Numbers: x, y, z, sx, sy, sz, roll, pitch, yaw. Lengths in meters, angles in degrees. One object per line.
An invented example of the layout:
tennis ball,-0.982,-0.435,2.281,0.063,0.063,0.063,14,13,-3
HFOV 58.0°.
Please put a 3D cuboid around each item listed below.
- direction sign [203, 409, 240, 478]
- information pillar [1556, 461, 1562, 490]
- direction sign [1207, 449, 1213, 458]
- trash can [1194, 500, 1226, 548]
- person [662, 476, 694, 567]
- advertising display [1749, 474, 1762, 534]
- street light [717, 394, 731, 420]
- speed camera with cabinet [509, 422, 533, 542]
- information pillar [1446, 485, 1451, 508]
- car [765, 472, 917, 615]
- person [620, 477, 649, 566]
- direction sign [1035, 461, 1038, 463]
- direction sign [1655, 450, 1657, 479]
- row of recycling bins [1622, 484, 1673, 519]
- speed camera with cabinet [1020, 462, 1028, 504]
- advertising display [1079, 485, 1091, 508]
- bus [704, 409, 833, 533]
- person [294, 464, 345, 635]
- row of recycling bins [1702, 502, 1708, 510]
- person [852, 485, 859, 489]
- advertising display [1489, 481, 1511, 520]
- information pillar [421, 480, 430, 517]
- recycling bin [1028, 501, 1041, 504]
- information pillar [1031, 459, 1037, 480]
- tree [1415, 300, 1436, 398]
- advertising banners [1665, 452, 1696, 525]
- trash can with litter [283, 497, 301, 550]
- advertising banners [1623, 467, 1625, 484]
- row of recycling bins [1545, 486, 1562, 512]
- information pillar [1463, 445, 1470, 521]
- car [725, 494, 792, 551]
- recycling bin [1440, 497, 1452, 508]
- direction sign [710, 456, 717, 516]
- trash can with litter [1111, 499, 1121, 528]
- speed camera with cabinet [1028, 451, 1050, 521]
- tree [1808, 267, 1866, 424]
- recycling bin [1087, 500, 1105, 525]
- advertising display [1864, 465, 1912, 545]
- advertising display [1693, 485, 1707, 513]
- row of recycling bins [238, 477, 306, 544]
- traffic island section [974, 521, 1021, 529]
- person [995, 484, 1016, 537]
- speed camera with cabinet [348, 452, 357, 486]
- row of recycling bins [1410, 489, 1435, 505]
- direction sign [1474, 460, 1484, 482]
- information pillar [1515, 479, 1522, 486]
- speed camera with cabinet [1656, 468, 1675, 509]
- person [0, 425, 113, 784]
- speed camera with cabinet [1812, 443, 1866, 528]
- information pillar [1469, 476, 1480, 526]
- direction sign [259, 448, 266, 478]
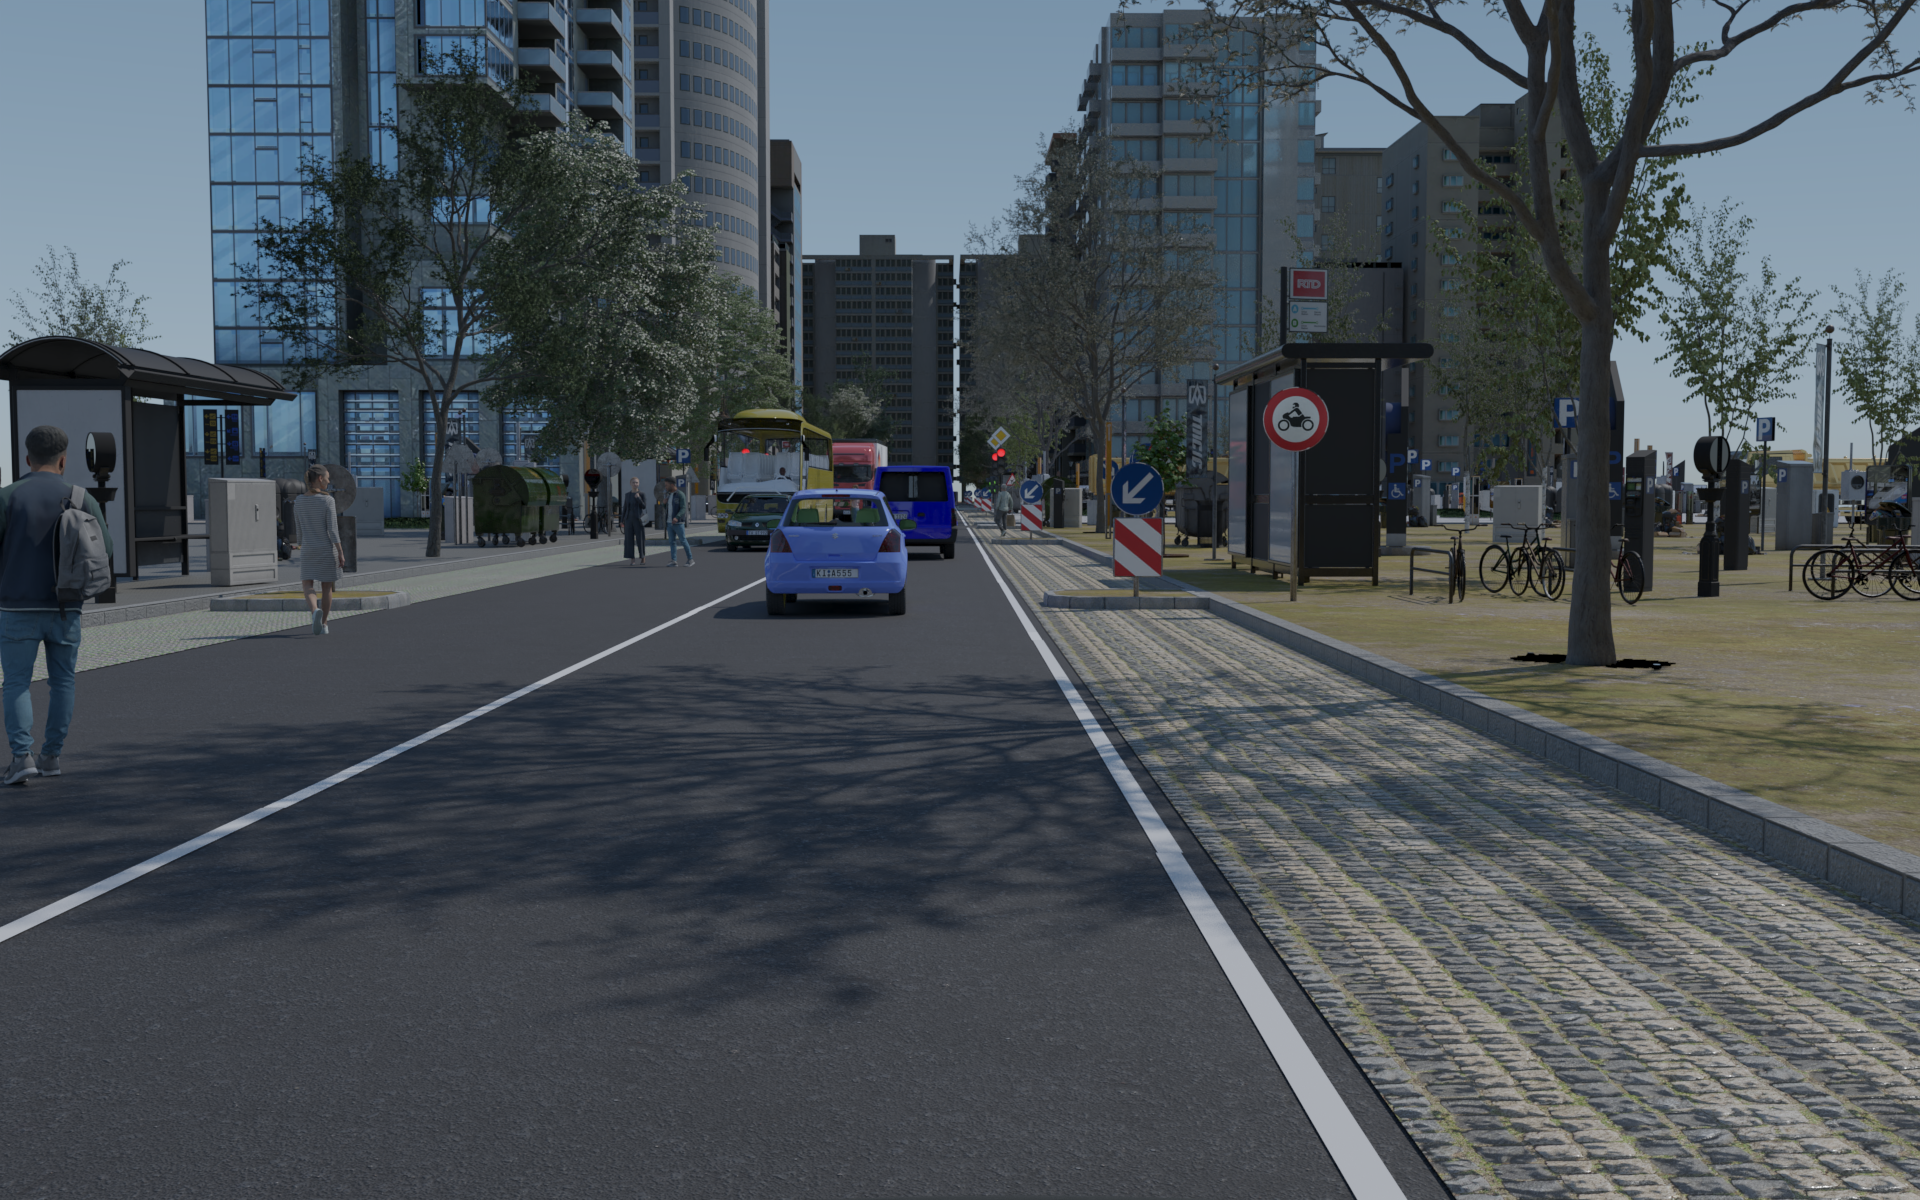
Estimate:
direction sign,-19.723,-3.322,46.316,0.876,3.537,0.379,-1,4,-22
information pillar,40.676,-7.709,117.388,0.504,3.616,0.183,2,4,34
direction sign,12.418,-5.787,86.620,0.876,3.537,0.379,1,4,18
trash can,5.969,-1.816,41.353,0.748,1.137,0.748,0,3,0
person,-5.615,-1.550,34.190,0.623,1.781,0.721,2,4,31
advertising display,25.263,-3.092,55.773,0.974,1.923,0.123,1,4,10
street light,-10.851,-6.541,79.739,0.468,5.910,1.993,0,4,0
speed camera with cabinet,-11.841,-3.219,46.965,0.660,3.252,2.038,-1,4,-9
information pillar,39.698,-8.333,140.739,0.304,2.012,0.304,-3,5,-42
car,-1.510,-0.750,21.861,1.945,1.707,3.694,0,4,-2
person,-6.556,-1.588,34.880,0.576,1.772,0.534,0,4,-7
direction sign,5.273,-7.828,119.989,0.379,3.537,0.876,1,4,19
direction sign,35.393,-5.930,88.947,0.876,3.537,0.379,-1,4,-19
row of recycling bins,27.001,-3.738,68.221,3.534,1.692,1.069,-3,5,-40
speed camera with cabinet,4.656,-6.717,104.155,2.038,3.252,0.660,1,4,16
advertising display,8.910,-7.247,123.706,0.974,1.923,0.123,2,4,30
bus,-5.617,-3.803,53.730,2.896,3.916,12.252,0,4,0
person,-6.490,-0.509,17.567,0.466,1.731,0.760,-2,4,-27
row of recycling bins,61.034,-8.263,142.212,1.069,1.692,3.534,3,4,39
person,-3.539,-3.098,59.743,0.643,1.750,0.593,0,4,2
advertising display,26.171,-4.816,83.959,0.974,1.923,0.123,3,4,36
information pillar,-26.160,-4.909,84.752,0.304,2.012,0.304,2,4,31
recycling bin,3.757,-4.492,86.001,0.722,1.027,0.722,0,4,-4
information pillar,4.741,-7.323,111.093,0.183,3.616,0.504,-3,5,-44
tree,16.719,-6.463,56.026,4.360,8.622,3.978,0,3,0
advertising banners,30.089,-4.663,72.423,2.074,3.025,0.090,-2,4,-32
trash can with litter,-15.776,-1.767,39.946,1.678,1.210,2.233,2,4,34
advertising banners,43.336,-7.053,111.498,2.074,3.025,0.090,1,4,14
row of recycling bins,31.563,-5.157,91.434,1.069,1.692,3.534,-3,5,-44
information pillar,24.365,-5.621,83.265,0.183,3.616,0.504,-1,4,-9
car,-4.973,-2.134,44.673,2.009,1.686,4.222,0,4,1
recycling bin,42.252,-8.438,150.523,0.722,1.027,0.722,-3,4,-36
direction sign,-14.309,-6.759,102.503,0.876,3.537,0.379,-1,4,-12
trash can with litter,6.077,-3.358,66.286,0.624,1.170,1.055,-2,4,-31
speed camera with cabinet,4.179,-5.275,80.575,0.660,3.252,2.038,3,5,40
tree,18.893,-5.651,42.752,4.737,8.622,4.395,0,3,0
recycling bin,5.702,-3.575,71.010,0.722,1.027,0.722,-3,5,-45
advertising display,20.597,-2.033,38.460,0.123,1.923,0.974,-2,4,-33
advertising display,50.306,-6.888,117.827,0.974,1.923,0.123,0,4,-2
row of recycling bins,-17.749,-2.288,44.524,1.069,1.692,3.534,0,4,3
traffic island section,1.654,-3.513,79.720,2.009,0.180,2.903,0,4,0
person,1.539,-2.998,58.010,0.782,1.767,0.515,-3,5,-42
speed camera with cabinet,-29.186,-5.284,80.735,2.038,3.252,0.660,-1,4,-16
row of recycling bins,34.653,-7.620,131.695,1.069,1.692,3.534,-2,4,-33
direction sign,34.926,-7.621,116.598,0.876,3.537,0.379,-2,4,-33
information pillar,26.428,-4.741,82.007,0.304,2.012,0.304,1,4,9
speed camera with cabinet,35.088,-5.614,86.118,0.660,3.252,2.038,2,4,32
person,-4.640,0.005,8.764,0.721,1.781,0.623,3,5,40
speed camera with cabinet,33.568,-4.403,66.332,2.038,3.252,0.660,0,4,-6
information pillar,21.006,-4.051,70.724,0.304,2.012,0.304,-1,4,-10
direction sign,-34.142,-5.679,84.841,0.379,3.537,0.876,0,4,-6
